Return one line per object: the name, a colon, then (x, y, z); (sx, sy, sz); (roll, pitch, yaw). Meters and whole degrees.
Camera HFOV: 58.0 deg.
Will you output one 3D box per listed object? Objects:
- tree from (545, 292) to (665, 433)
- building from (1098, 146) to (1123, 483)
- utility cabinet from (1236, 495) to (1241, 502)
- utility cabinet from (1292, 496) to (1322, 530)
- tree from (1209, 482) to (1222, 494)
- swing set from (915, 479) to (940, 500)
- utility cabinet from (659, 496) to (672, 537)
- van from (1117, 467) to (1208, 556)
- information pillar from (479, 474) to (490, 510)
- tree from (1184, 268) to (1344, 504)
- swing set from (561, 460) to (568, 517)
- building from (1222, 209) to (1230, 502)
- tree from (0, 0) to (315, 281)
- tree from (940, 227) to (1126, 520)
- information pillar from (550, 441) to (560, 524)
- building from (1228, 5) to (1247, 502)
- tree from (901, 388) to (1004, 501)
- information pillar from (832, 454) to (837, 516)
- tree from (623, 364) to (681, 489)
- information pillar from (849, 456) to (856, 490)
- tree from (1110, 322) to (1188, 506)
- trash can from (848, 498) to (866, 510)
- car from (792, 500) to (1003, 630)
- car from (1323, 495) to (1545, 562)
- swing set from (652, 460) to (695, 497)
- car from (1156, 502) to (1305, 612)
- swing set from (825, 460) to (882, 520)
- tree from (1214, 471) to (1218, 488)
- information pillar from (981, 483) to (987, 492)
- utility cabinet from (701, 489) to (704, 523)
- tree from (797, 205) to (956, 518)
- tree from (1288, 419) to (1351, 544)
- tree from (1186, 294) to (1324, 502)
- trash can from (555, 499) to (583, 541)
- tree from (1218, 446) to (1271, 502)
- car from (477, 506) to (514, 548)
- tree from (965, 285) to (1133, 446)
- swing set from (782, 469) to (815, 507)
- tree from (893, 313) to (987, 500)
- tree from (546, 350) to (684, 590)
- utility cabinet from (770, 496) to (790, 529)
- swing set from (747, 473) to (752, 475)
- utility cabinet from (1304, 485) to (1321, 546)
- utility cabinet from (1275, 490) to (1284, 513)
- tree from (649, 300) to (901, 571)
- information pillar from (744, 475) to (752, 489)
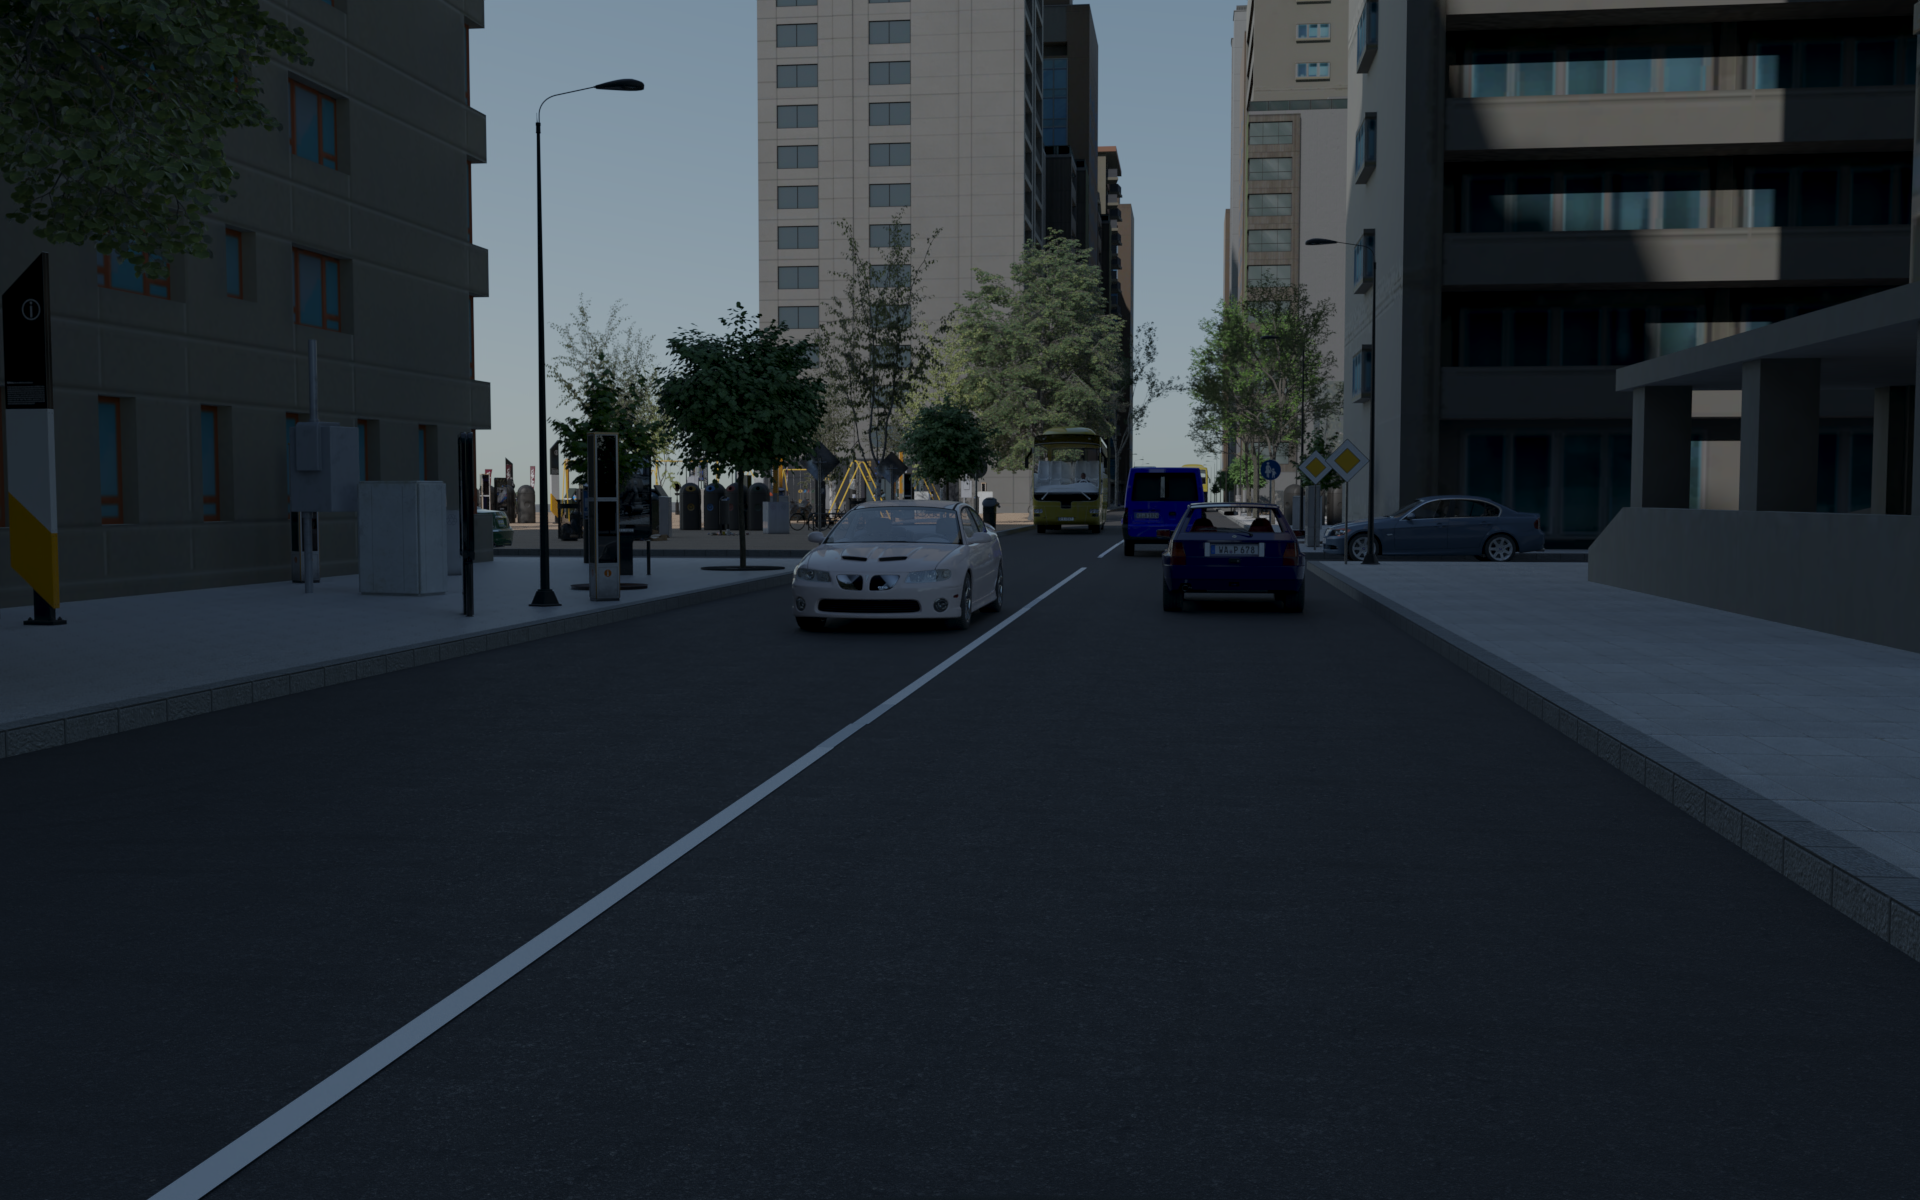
tree: (-13.292, -6.967, 64.267); (4.360, 8.622, 3.978); (0, 3, 0)
building: (8.636, -34.242, 214.472); (22.147, 44.769, 28.867); (0, 4, 8)
utility cabinet: (16.370, -5.547, 101.855); (0.306, 1.237, 1.020); (1, 4, 12)
utility cabinet: (12.575, -3.154, 62.734); (1.020, 1.237, 0.306); (2, 4, 27)
tree: (35.662, -15.182, 242.828); (1.663, 3.219, 1.824); (0, 3, 0)
swing set: (-2.477, -7.036, 112.663); (2.862, 2.851, 3.119); (-1, 4, -9)
utility cabinet: (-8.728, -2.461, 51.397); (0.306, 1.237, 1.020); (0, 4, -4)
van: (4.889, -2.280, 41.664); (2.240, 2.365, 5.245); (0, 4, 6)
information pillar: (-17.188, -3.559, 62.681); (0.304, 2.012, 0.304); (-2, 4, -31)
tree: (12.882, -8.438, 72.374); (8.767, 10.594, 7.601); (3, 5, 45)
swing set: (-16.692, -5.041, 80.042); (3.119, 2.851, 2.862); (0, 4, -6)
building: (46.952, -37.477, 262.858); (14.600, 45.320, 14.200); (0, 4, 8)
tree: (-6.381, -5.654, 10.567); (7.486, 12.596, 7.792); (0, 3, 0)
tree: (3.684, -10.891, 84.720); (9.857, 13.997, 8.962); (0, 3, 0)
information pillar: (-17.453, -5.093, 74.617); (0.183, 3.616, 0.504); (2, 4, 32)
building: (43.422, -40.903, 210.769); (21.231, 58.520, 28.212); (0, 4, 8)
tree: (-0.455, -4.275, 53.609); (4.285, 4.588, 4.351); (0, 3, 0)
information pillar: (-7.419, -6.780, 102.213); (0.183, 3.616, 0.504); (1, 4, 15)
tree: (-16.920, -8.977, 97.136); (4.737, 8.622, 4.395); (0, 3, 0)
information pillar: (-5.945, -6.400, 95.991); (0.183, 3.616, 0.504); (-3, 4, -38)
tree: (18.485, -20.413, 189.649); (12.611, 20.169, 13.585); (0, 3, 0)
trash can: (-4.004, -3.416, 67.497); (0.748, 1.137, 0.748); (0, 3, 0)
car: (-0.603, -0.460, 19.886); (2.083, 1.381, 4.827); (1, 4, 8)
car: (9.918, -1.494, 36.437); (4.499, 1.417, 2.014); (0, 4, 6)
swing set: (-12.611, -5.091, 80.863); (3.119, 2.851, 2.862); (-1, 4, -12)
car: (3.508, -0.601, 22.414); (1.945, 1.354, 3.894); (0, 4, 8)
swing set: (-4.777, -5.151, 81.846); (2.862, 2.851, 3.119); (0, 4, 4)
tree: (30.575, -13.076, 197.499); (4.285, 4.588, 4.351); (0, 3, 0)
information pillar: (1.573, -6.650, 113.221); (0.304, 2.012, 0.304); (1, 4, 17)
utility cabinet: (-11.170, -4.129, 76.193); (1.173, 1.500, 0.318); (-3, 4, -39)
tree: (-2.126, -5.780, 44.857); (4.360, 8.622, 3.978); (0, 3, 0)
tree: (9.283, -3.070, 44.795); (1.663, 3.219, 1.824); (0, 3, 0)
tree: (15.404, -10.087, 90.672); (9.928, 11.665, 9.643); (0, 3, 0)
trash can: (-10.679, -2.181, 47.309); (0.748, 1.137, 0.748); (0, 3, 0)
tree: (20.001, -8.252, 118.639); (4.285, 4.588, 4.351); (0, 3, 0)
car: (-12.514, -1.650, 38.778); (4.920, 1.459, 2.131); (0, 4, 6)
tree: (4.844, -11.448, 97.545); (12.009, 13.543, 11.850); (0, 3, 0)
swing set: (-9.576, -6.793, 108.681); (3.119, 2.851, 2.862); (1, 4, 12)
tree: (-0.809, -7.373, 70.909); (4.737, 8.622, 4.395); (0, 3, 0)
tree: (-4.878, -1.768, 23.501); (1.663, 3.219, 1.824); (0, 3, 0)
utility cabinet: (-6.847, -3.252, 64.327); (1.020, 1.237, 0.306); (0, 4, 5)
swing set: (-12.344, -6.364, 101.677); (2.862, 2.851, 3.119); (0, 4, -2)
utility cabinet: (8.629, -2.066, 42.465); (0.318, 1.500, 1.173); (0, 4, 8)
utility cabinet: (19.405, -5.815, 103.759); (1.173, 1.500, 0.318); (2, 4, 28)
tree: (-3.703, -2.804, 29.557); (4.285, 4.588, 4.351); (0, 3, 0)
information pillar: (-8.187, -3.789, 66.434); (0.304, 2.012, 0.304); (2, 4, 35)
